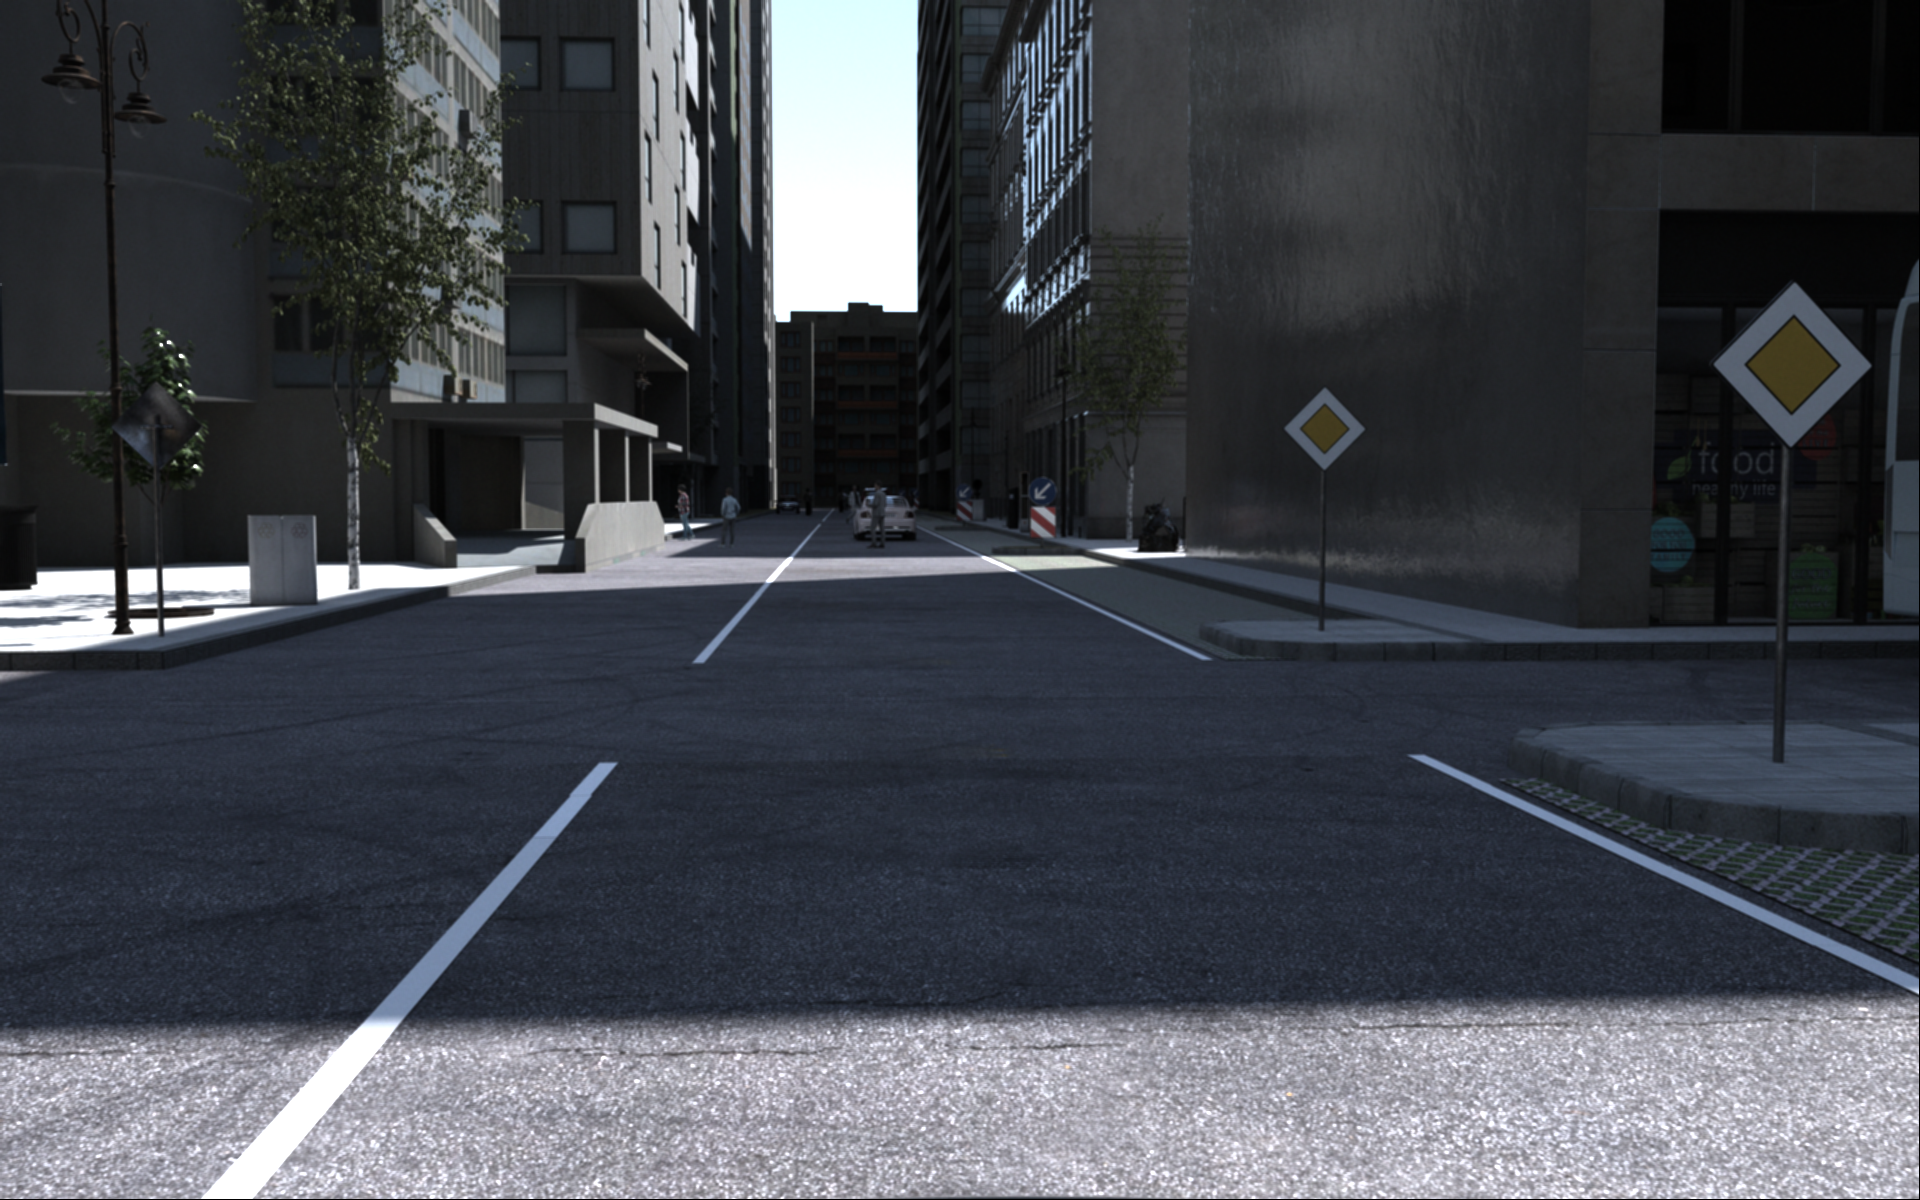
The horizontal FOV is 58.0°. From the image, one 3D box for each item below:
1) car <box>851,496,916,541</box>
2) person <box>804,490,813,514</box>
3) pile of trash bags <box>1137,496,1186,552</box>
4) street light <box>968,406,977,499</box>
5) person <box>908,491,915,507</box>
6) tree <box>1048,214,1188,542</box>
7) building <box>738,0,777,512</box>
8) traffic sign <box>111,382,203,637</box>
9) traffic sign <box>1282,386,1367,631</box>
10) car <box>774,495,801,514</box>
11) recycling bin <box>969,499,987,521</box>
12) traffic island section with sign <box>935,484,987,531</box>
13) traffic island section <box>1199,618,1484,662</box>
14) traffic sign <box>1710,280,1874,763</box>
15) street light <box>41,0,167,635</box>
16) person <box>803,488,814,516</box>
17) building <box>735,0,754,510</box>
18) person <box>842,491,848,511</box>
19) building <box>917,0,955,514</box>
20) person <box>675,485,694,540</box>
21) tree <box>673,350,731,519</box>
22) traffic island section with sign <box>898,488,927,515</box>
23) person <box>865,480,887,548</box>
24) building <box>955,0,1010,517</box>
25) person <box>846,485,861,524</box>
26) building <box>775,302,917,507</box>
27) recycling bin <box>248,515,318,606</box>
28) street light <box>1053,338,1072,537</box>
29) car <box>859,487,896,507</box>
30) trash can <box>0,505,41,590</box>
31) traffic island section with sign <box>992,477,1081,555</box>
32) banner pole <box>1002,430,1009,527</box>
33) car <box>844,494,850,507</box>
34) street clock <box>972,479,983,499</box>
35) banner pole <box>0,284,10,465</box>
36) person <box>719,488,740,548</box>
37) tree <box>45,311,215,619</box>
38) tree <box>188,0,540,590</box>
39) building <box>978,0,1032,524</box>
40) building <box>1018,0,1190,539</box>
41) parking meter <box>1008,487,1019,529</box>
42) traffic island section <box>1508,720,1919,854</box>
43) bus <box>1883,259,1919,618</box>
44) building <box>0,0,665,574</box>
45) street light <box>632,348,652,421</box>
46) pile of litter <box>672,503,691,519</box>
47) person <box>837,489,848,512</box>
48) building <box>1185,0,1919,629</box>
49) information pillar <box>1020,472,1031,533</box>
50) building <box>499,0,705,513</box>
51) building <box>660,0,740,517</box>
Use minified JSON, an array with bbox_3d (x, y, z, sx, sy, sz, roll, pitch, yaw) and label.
[{"bbox_3d":[-2.403,-2.597,54.821,2.083,1.381,4.827,0,4,-5],"label":"car"},{"bbox_3d":[-10.976,-7.084,125.119,0.742,1.727,0.445,1,4,20],"label":"person"},{"bbox_3d":[5.145,-1.822,39.543,1.912,1.369,3.447,1,4,16],"label":"pile of trash bags"},{"bbox_3d":[0.660,-7.226,90.929,0.468,5.910,1.993,0,4,-4],"label":"street light"},{"bbox_3d":[-3.130,-6.214,111.572,0.415,1.643,0.593,-1,4,-19],"label":"person"},{"bbox_3d":[4.474,-5.855,46.099,4.737,8.622,4.395,0,3,0],"label":"tree"},{"bbox_3d":[-27.354,-43.821,154.717,20.611,71.187,20.563,0,4,-4],"label":"building"},{"bbox_3d":[-7.183,-0.726,15.520,0.795,2.450,0.064,0,4,-4],"label":"traffic sign"},{"bbox_3d":[3.390,-0.767,16.188,0.795,2.450,0.064,0,4,-4],"label":"traffic sign"},{"bbox_3d":[-12.526,-6.944,126.110,1.945,1.354,3.894,0,4,-6],"label":"car"},{"bbox_3d":[0.846,-4.248,82.005,0.722,1.027,0.722,1,4,13],"label":"recycling bin"},{"bbox_3d":[0.011,-3.649,68.291,1.989,1.847,2.006,0,4,-4],"label":"traffic island section with sign"},{"bbox_3d":[3.413,0.368,16.267,2.009,0.180,2.903,0,4,-4],"label":"traffic island section"},{"bbox_3d":[3.911,-0.280,8.220,0.795,2.450,0.064,0,4,-4],"label":"traffic sign"},{"bbox_3d":[-7.664,-2.623,15.680,0.468,5.910,1.993,0,4,-4],"label":"street light"},{"bbox_3d":[-10.146,-6.564,115.835,0.705,1.823,1.348,-2,4,-35],"label":"person"},{"bbox_3d":[-23.174,-29.444,131.514,14.600,45.320,14.200,0,4,-4],"label":"building"},{"bbox_3d":[-9.939,-8.497,148.363,0.756,1.711,0.436,0,4,-4],"label":"person"},{"bbox_3d":[7.601,-31.701,142.014,21.300,48.544,21.600,0,4,-4],"label":"building"},{"bbox_3d":[-8.497,-2.703,53.527,0.643,1.720,0.563,-1,4,-19],"label":"person"},{"bbox_3d":[-13.811,-8.393,87.593,4.360,8.622,3.978,0,3,0],"label":"tree"},{"bbox_3d":[-3.235,-6.691,118.023,1.989,1.847,2.006,0,4,-4],"label":"traffic island section with sign"},{"bbox_3d":[-2.241,-2.290,46.134,0.583,1.804,0.606,1,4,19],"label":"person"},{"bbox_3d":[6.615,-25.562,101.539,14.154,41.232,14.086,0,4,-4],"label":"building"},{"bbox_3d":[-4.993,-4.469,81.450,0.818,1.842,0.514,3,4,37],"label":"person"},{"bbox_3d":[-10.168,-20.966,187.830,28.899,21.520,27.650,0,4,-4],"label":"building"},{"bbox_3d":[-7.900,-0.467,20.188,0.722,1.027,0.722,-1,4,-23],"label":"recycling bin"},{"bbox_3d":[3.086,-4.810,51.423,0.468,5.910,1.993,0,4,-4],"label":"street light"},{"bbox_3d":[-4.887,-5.664,101.280,2.281,1.827,5.304,0,4,-2],"label":"car"},{"bbox_3d":[-12.736,-0.708,23.235,0.748,1.137,0.748,0,3,0],"label":"trash can"},{"bbox_3d":[1.782,-2.004,41.394,1.989,1.847,2.006,0,4,-4],"label":"traffic island section with sign"},{"bbox_3d":[1.795,-4.712,67.065,0.401,3.779,0.863,1,4,12],"label":"banner pole"},{"bbox_3d":[-10.225,-9.205,162.292,2.131,1.459,4.920,0,4,-5],"label":"car"},{"bbox_3d":[0.831,-4.821,83.387,0.471,2.002,0.358,-1,4,-12],"label":"street clock"},{"bbox_3d":[-10.225,-1.705,17.889,0.401,3.779,0.863,2,4,27],"label":"banner pole"},{"bbox_3d":[-6.181,-2.209,46.422,0.589,1.601,0.330,-2,4,-26],"label":"person"},{"bbox_3d":[-8.442,-1.454,18.367,1.663,3.219,1.824,0,3,0],"label":"tree"},{"bbox_3d":[-7.948,-4.454,23.190,4.737,8.622,4.395,0,3,0],"label":"tree"},{"bbox_3d":[7.941,-17.233,79.031,12.463,27.353,25.104,0,4,-4],"label":"building"},{"bbox_3d":[7.668,-12.744,57.515,9.793,20.994,18.267,0,4,-4],"label":"building"},{"bbox_3d":[1.975,-3.399,63.981,0.372,1.533,0.369,0,3,0],"label":"parking meter"},{"bbox_3d":[3.934,0.855,8.299,2.009,0.180,2.903,0,4,-4],"label":"traffic island section"},{"bbox_3d":[14.007,-1.109,12.996,13.247,3.499,2.948,0,4,-5],"label":"bus"},{"bbox_3d":[-23.340,-21.055,36.127,32.217,40.220,23.993,0,4,-4],"label":"building"},{"bbox_3d":[-10.113,-5.040,55.184,0.468,5.910,1.993,0,4,-4],"label":"street light"},{"bbox_3d":[-14.252,-4.591,89.027,1.176,0.858,1.719,1,4,16],"label":"pile of litter"},{"bbox_3d":[-9.278,-7.773,135.591,0.705,1.823,1.348,2,4,32],"label":"person"},{"bbox_3d":[22.221,-13.568,26.357,34.151,26.468,19.350,0,4,-4],"label":"building"},{"bbox_3d":[2.177,-3.251,57.641,0.304,2.012,0.304,1,4,12],"label":"information pillar"},{"bbox_3d":[-24.959,-29.367,69.391,28.713,52.752,27.495,0,4,-4],"label":"building"},{"bbox_3d":[-19.929,-25.258,96.566,14.154,41.232,14.086,0,4,-4],"label":"building"}]
